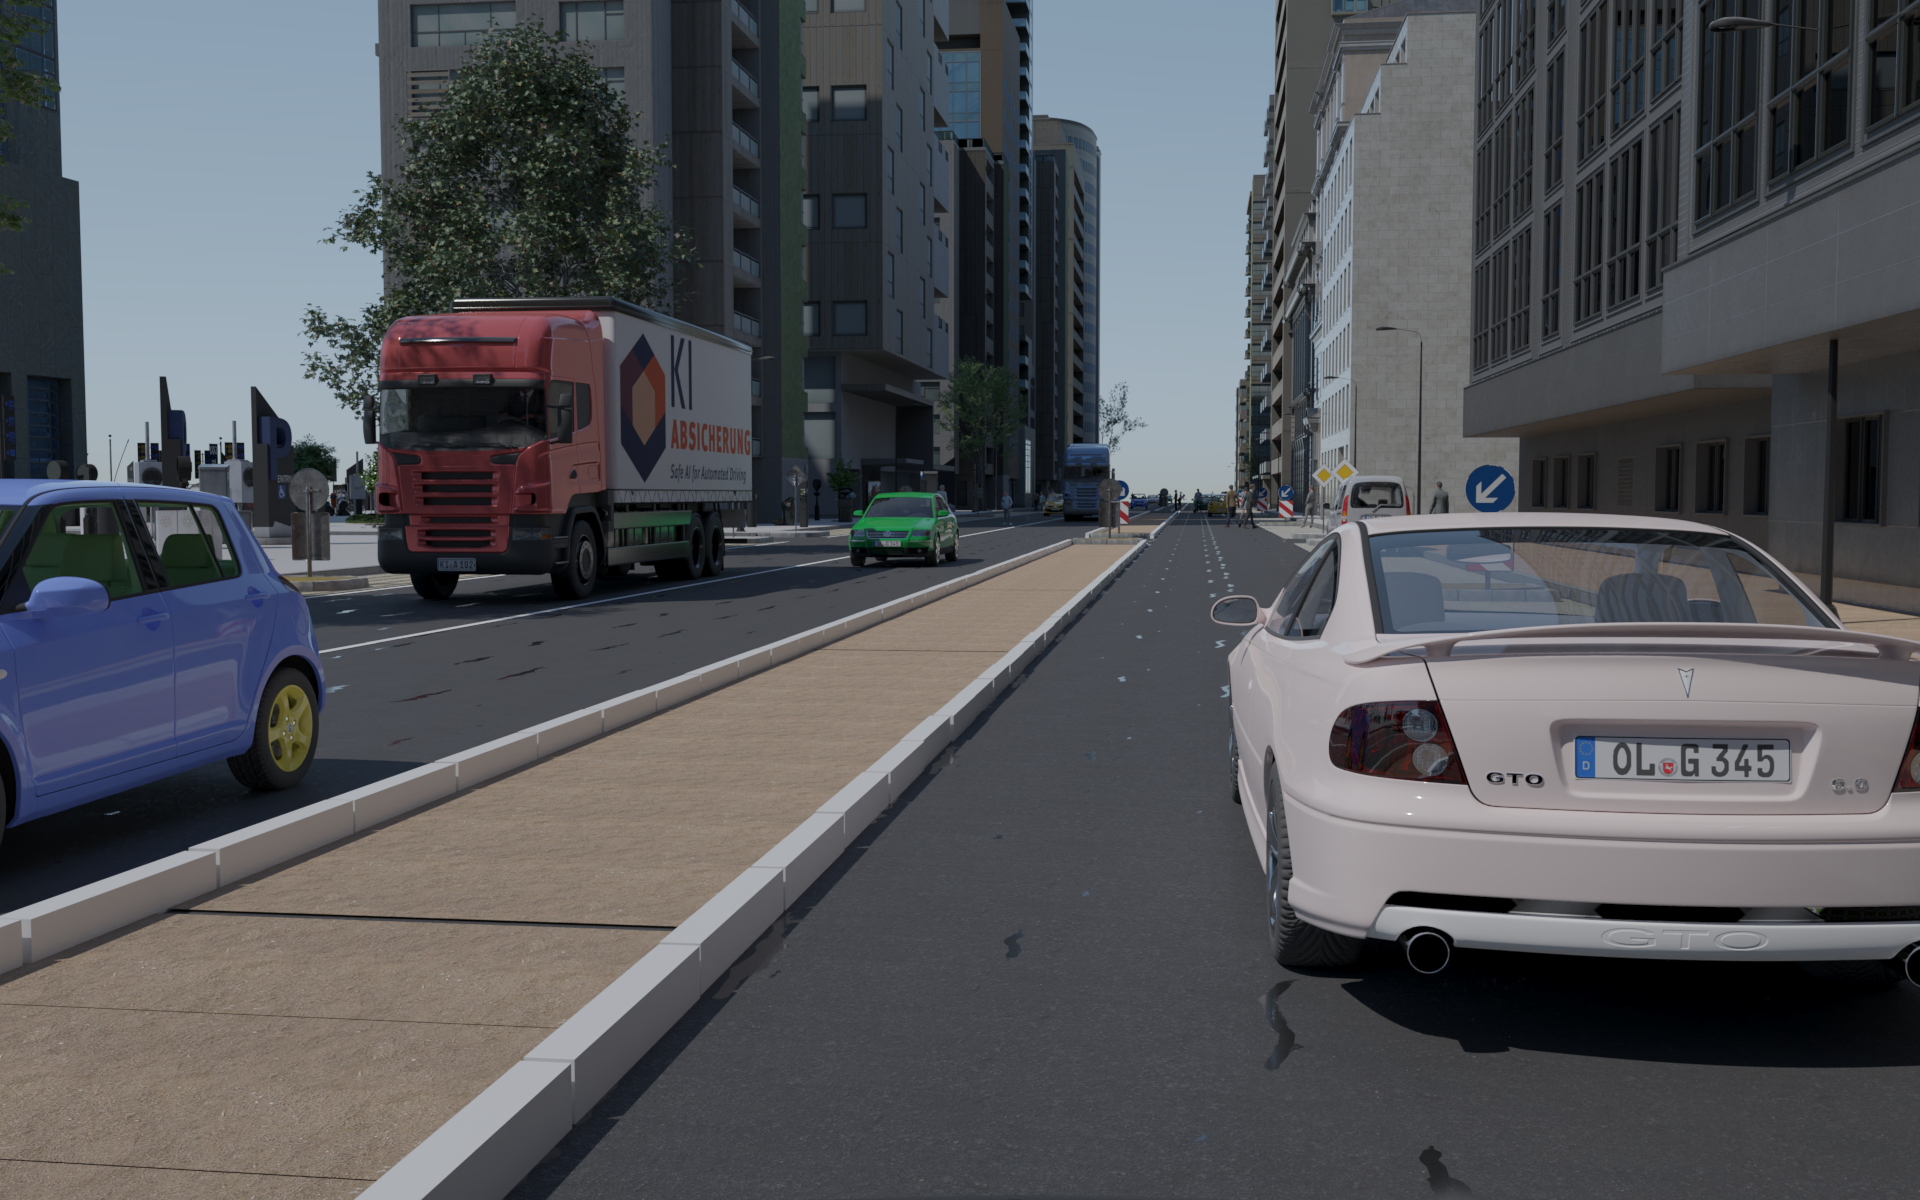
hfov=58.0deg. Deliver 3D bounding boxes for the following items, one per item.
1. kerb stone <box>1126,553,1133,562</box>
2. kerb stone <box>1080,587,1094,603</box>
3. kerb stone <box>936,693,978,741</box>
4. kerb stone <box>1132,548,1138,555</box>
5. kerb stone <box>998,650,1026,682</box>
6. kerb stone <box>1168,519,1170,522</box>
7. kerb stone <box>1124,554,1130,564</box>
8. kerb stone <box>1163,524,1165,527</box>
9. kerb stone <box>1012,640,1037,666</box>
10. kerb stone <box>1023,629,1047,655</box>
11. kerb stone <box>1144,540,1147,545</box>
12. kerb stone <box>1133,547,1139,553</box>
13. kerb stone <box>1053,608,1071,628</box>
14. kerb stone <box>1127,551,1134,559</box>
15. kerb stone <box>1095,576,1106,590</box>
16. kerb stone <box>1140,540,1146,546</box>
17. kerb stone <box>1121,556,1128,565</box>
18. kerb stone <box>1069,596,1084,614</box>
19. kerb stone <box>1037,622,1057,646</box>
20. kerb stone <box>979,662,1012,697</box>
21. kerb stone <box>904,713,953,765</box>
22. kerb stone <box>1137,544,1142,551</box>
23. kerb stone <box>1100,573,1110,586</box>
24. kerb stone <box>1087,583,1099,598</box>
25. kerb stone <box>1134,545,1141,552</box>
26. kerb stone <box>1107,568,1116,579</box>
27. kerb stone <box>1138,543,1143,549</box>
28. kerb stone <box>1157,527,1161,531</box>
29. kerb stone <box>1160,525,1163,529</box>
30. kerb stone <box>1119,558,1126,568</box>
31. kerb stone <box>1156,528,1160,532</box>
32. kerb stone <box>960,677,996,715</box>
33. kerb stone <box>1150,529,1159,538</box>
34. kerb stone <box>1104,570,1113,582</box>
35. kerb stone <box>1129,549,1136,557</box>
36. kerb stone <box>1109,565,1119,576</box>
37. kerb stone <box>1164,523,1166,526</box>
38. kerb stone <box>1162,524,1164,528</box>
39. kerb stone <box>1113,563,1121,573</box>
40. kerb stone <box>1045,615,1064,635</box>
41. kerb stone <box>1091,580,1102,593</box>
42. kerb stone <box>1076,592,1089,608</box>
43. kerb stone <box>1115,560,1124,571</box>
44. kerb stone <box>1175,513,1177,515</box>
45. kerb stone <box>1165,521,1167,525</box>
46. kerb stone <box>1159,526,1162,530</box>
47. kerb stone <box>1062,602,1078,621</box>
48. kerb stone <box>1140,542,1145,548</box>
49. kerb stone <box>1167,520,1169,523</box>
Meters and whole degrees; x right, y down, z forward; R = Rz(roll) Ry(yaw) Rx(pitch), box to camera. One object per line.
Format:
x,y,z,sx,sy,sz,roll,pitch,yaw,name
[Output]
3.452,-0.841,35.946,0.120,0.150,1.000,0,4,8,kerb stone
1.630,-0.032,22.722,0.120,0.150,1.000,0,4,8,kerb stone
-0.029,0.713,10.531,0.120,0.150,1.000,0,4,8,kerb stone
3.863,-1.028,39.000,0.120,0.150,1.000,0,4,8,kerb stone
0.390,0.530,13.577,0.120,0.150,1.000,0,4,8,kerb stone
9.659,-3.610,81.216,0.120,0.150,1.000,0,4,8,kerb stone
3.305,-0.779,34.935,0.120,0.150,1.000,0,4,8,kerb stone
7.986,-2.865,69.050,0.120,0.150,1.000,0,4,8,kerb stone
0.519,0.472,14.593,0.120,0.150,1.000,0,4,8,kerb stone
0.657,0.403,15.605,0.120,0.150,1.000,0,4,8,kerb stone
4.846,-1.461,46.128,0.120,0.150,1.000,0,4,8,kerb stone
4.002,-1.084,40.016,0.120,0.150,1.000,0,4,8,kerb stone
1.074,0.217,18.666,0.120,0.150,1.000,0,4,8,kerb stone
3.589,-0.903,36.959,0.120,0.150,1.000,0,4,8,kerb stone
2.053,-0.219,25.776,0.120,0.150,1.000,0,4,8,kerb stone
4.700,-1.402,45.116,0.120,0.150,1.000,0,4,8,kerb stone
3.170,-0.717,33.915,0.120,0.150,1.000,0,4,8,kerb stone
1.359,0.092,20.692,0.120,0.150,1.000,0,4,8,kerb stone
0.806,0.347,16.629,0.120,0.150,1.000,0,4,8,kerb stone
0.245,0.589,12.560,0.120,0.150,1.000,0,4,8,kerb stone
-0.183,0.775,9.520,0.120,0.150,1.000,0,4,8,kerb stone
4.285,-1.215,42.062,0.120,0.150,1.000,0,4,8,kerb stone
2.192,-0.281,26.790,0.120,0.150,1.000,0,4,8,kerb stone
1.778,-0.094,23.734,0.120,0.150,1.000,0,4,8,kerb stone
4.147,-1.152,41.035,0.120,0.150,1.000,0,4,8,kerb stone
2.471,-0.400,28.817,0.120,0.150,1.000,0,4,8,kerb stone
4.426,-1.269,43.090,0.120,0.150,1.000,0,4,8,kerb stone
7.012,-2.431,61.949,0.120,0.150,1.000,0,4,8,kerb stone
7.436,-2.618,64.998,0.120,0.150,1.000,0,4,8,kerb stone
3.026,-0.654,32.889,0.120,0.150,1.000,0,4,8,kerb stone
6.878,-2.369,60.936,0.120,0.150,1.000,0,4,8,kerb stone
0.102,0.656,11.545,0.120,0.150,1.000,0,4,8,kerb stone
6.732,-2.301,59.924,0.120,0.150,1.000,0,4,8,kerb stone
2.328,-0.343,27.804,0.120,0.150,1.000,0,4,8,kerb stone
3.729,-0.965,37.986,0.120,0.150,1.000,0,4,8,kerb stone
2.617,-0.467,29.828,0.120,0.150,1.000,0,4,8,kerb stone
8.269,-2.990,71.074,0.120,0.150,1.000,0,4,8,kerb stone
7.847,-2.801,68.038,0.120,0.150,1.000,0,4,8,kerb stone
2.746,-0.524,30.856,0.120,0.150,1.000,0,4,8,kerb stone
0.935,0.285,17.645,0.120,0.150,1.000,0,4,8,kerb stone
1.912,-0.152,24.764,0.120,0.150,1.000,0,4,8,kerb stone
1.497,0.030,21.708,0.120,0.150,1.000,0,4,8,kerb stone
2.890,-0.592,31.876,0.120,0.150,1.000,0,4,8,kerb stone
12.989,-5.100,105.579,0.120,0.150,1.000,0,4,8,kerb stone
8.813,-3.238,75.140,0.120,0.150,1.000,0,4,8,kerb stone
7.292,-2.555,63.977,0.120,0.150,1.000,0,4,8,kerb stone
1.220,0.155,19.678,0.120,0.150,1.000,0,4,8,kerb stone
4.570,-1.335,44.102,0.120,0.150,1.000,0,4,8,kerb stone
9.235,-3.424,78.180,0.120,0.150,1.000,0,4,8,kerb stone
